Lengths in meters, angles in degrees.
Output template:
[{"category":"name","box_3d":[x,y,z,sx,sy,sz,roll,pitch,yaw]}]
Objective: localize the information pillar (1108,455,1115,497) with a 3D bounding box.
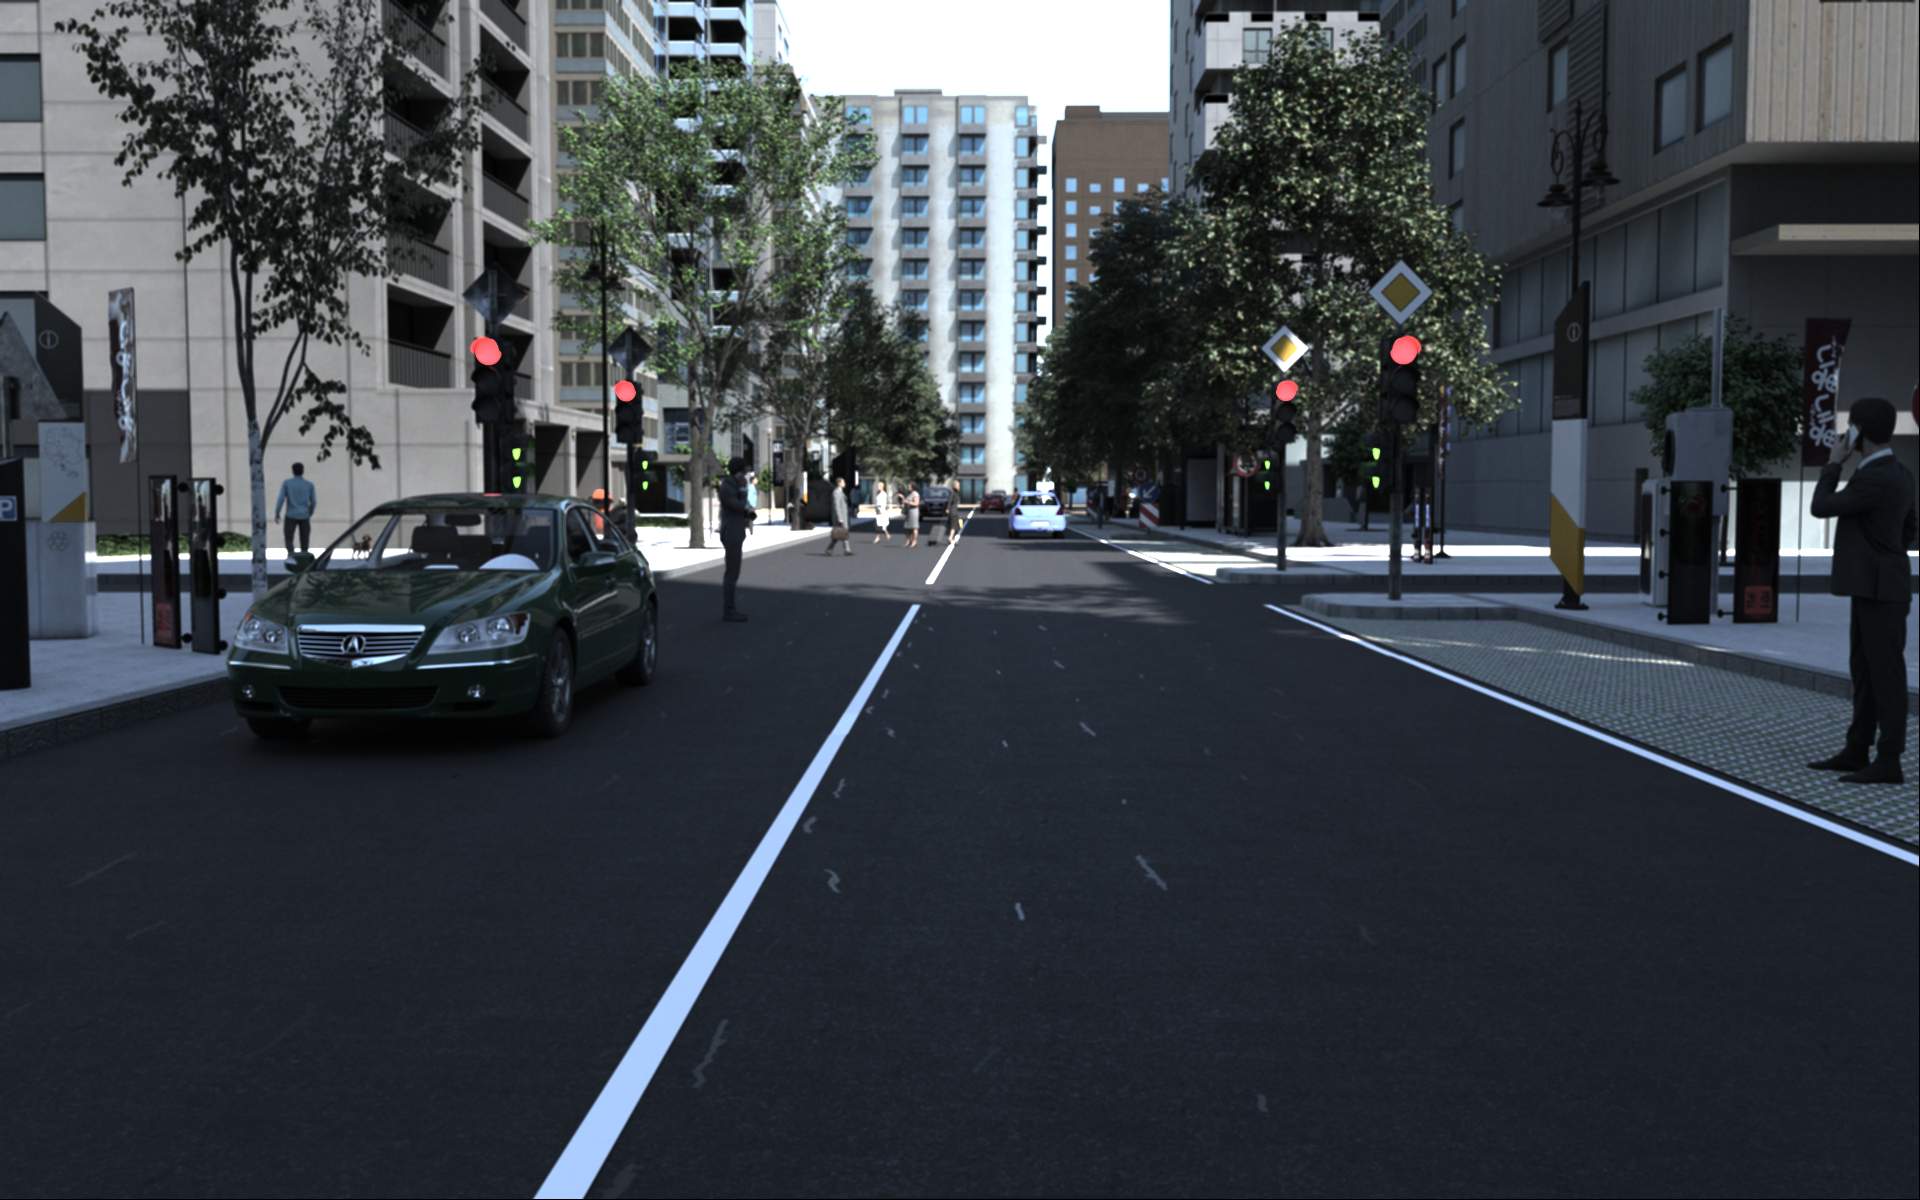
[{"category":"information pillar","box_3d":[8.971,-6.813,102.749,0.504,3.616,0.183,-2,4,-35]}]

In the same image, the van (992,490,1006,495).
[{"category":"van","box_3d":[3.755,-9.801,167.262,2.013,2.044,4.112,0,4,2]}]

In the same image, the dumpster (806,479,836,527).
[{"category":"dumpster","box_3d":[-5.585,-3.870,69.026,1.264,1.857,1.865,0,4,1]}]

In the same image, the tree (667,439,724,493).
[{"category":"tree","box_3d":[-14.563,-6.811,95.066,4.285,4.588,4.351,0,3,0]}]

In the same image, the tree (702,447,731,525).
[{"category":"tree","box_3d":[-10.084,-4.749,72.256,1.663,3.219,1.824,0,3,0]}]

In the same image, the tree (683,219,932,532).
[{"category":"tree","box_3d":[-5.455,-7.603,58.727,8.767,10.594,7.601,-3,5,-40]}]

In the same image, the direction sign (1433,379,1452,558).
[{"category":"direction sign","box_3d":[9.660,-2.607,34.623,0.379,3.537,0.876,2,4,30]}]

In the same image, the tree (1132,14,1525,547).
[{"category":"tree","box_3d":[8.653,-7.622,41.622,9.611,12.733,9.660,0,3,0]}]

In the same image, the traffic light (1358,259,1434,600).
[{"category":"traffic light","box_3d":[5.250,-1.954,20.866,0.839,4.253,0.868,0,4,1]}]

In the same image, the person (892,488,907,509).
[{"category":"person","box_3d":[-5.318,-8.942,152.263,1.348,1.822,0.705,0,4,0]}]

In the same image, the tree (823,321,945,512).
[{"category":"tree","box_3d":[-5.712,-13.446,126.490,9.857,13.997,8.962,0,3,0]}]

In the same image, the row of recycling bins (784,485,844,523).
[{"category":"row of recycling bins","box_3d":[-6.575,-4.389,78.874,1.069,1.692,3.534,3,4,39]}]

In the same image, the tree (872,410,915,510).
[{"category":"tree","box_3d":[-5.535,-12.205,149.917,4.737,8.622,4.395,0,3,0]}]

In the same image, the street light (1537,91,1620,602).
[{"category":"street light","box_3d":[7.254,-2.917,20.475,0.468,5.910,1.993,0,4,1]}]

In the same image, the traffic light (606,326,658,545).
[{"category":"traffic light","box_3d":[-5.504,-2.450,28.979,0.839,4.253,0.868,0,4,1]}]

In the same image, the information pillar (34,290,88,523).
[{"category":"information pillar","box_3d":[-10.413,-1.756,20.059,0.504,3.616,0.183,-1,4,-13]}]

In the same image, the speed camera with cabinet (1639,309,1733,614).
[{"category":"speed camera with cabinet","box_3d":[8.071,-1.528,19.316,0.660,3.252,2.038,1,4,13]}]

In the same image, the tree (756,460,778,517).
[{"category":"tree","box_3d":[-10.768,-6.291,97.455,1.663,3.219,1.824,0,3,0]}]

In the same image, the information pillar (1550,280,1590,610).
[{"category":"information pillar","box_3d":[6.789,-1.708,19.275,0.183,3.616,0.504,-1,4,-21]}]

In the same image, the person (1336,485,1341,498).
[{"category":"person","box_3d":[21.942,-5.736,100.057,0.641,1.798,0.478,-3,5,-40]}]

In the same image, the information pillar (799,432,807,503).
[{"category":"information pillar","box_3d":[-5.910,-4.513,65.142,0.183,3.616,0.504,-2,4,-29]}]

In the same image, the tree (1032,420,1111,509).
[{"category":"tree","box_3d":[9.879,-13.151,149.437,7.601,10.594,8.767,-1,4,-12]}]

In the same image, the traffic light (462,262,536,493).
[{"category":"traffic light","box_3d":[-5.611,-1.962,20.994,0.839,4.253,0.868,0,4,1]}]

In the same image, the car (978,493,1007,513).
[{"category":"car","box_3d":[2.449,-7.430,130.527,2.155,1.783,4.494,0,4,1]}]

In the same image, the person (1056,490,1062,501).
[{"category":"person","box_3d":[9.536,-9.930,169.113,0.721,1.735,1.217,-2,4,-34]}]

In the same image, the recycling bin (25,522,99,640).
[{"category":"recycling bin","box_3d":[-8.189,-0.182,15.536,0.722,1.027,0.722,-1,4,-18]}]

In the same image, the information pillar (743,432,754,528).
[{"category":"information pillar","box_3d":[-8.010,-4.534,65.486,0.504,3.616,0.183,3,4,36]}]

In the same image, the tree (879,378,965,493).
[{"category":"tree","box_3d":[-4.168,-15.306,167.267,9.611,12.733,9.660,0,3,0]}]

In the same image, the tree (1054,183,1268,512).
[{"category":"tree","box_3d":[8.684,-10.067,71.247,9.857,13.997,8.962,0,3,0]}]

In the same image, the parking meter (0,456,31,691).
[{"category":"parking meter","box_3d":[-6.354,-0.183,11.406,0.372,1.533,0.369,0,3,0]}]

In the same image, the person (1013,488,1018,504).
[{"category":"person","box_3d":[3.444,-6.121,108.538,0.705,1.831,1.348,0,4,3]}]

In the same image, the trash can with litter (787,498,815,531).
[{"category":"trash can with litter","box_3d":[-5.555,-3.010,60.600,0.624,1.170,1.055,2,4,25]}]

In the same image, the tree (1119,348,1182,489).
[{"category":"tree","box_3d":[9.459,-8.255,85.338,4.737,8.622,4.395,0,3,0]}]

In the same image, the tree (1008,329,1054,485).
[{"category":"tree","box_3d":[8.742,-11.450,93.864,9.857,13.997,8.962,0,3,0]}]

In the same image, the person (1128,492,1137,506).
[{"category":"person","box_3d":[12.101,-6.882,121.757,0.799,1.438,0.628,0,4,3]}]

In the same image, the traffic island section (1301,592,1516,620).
[{"category":"traffic island section","box_3d":[5.290,0.080,20.980,2.009,0.180,2.903,0,4,1]}]

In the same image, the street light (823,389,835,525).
[{"category":"street light","box_3d":[-5.359,-6.025,71.299,0.468,5.910,1.993,0,4,1]}]

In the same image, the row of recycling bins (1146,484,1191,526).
[{"category":"row of recycling bins","box_3d":[8.811,-3.812,69.443,1.069,1.692,3.534,-3,5,-39]}]

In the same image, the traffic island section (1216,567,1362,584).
[{"category":"traffic island section","box_3d":[5.396,-0.409,28.964,2.009,0.180,2.903,0,4,1]}]

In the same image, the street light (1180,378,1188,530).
[{"category":"street light","box_3d":[7.916,-5.426,61.502,0.468,5.910,1.993,0,4,1]}]

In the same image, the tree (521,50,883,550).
[{"category":"tree","box_3d":[-5.967,-6.989,40.022,9.928,11.665,9.643,0,3,0]}]

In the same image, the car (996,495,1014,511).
[{"category":"car","box_3d":[4.000,-8.324,148.451,2.083,1.381,4.827,0,4,2]}]

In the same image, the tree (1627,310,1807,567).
[{"category":"tree","box_3d":[13.671,-2.896,31.060,4.285,4.588,4.351,0,3,0]}]

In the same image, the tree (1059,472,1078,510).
[{"category":"tree","box_3d":[9.152,-8.978,141.394,1.663,3.219,1.824,0,3,0]}]

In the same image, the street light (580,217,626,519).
[{"category":"street light","box_3d":[-5.990,-3.452,29.229,0.468,5.910,1.993,0,4,1]}]

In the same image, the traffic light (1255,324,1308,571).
[{"category":"traffic light","box_3d":[5.356,-2.442,28.850,0.839,4.253,0.868,0,4,1]}]

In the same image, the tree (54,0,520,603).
[{"category":"tree","box_3d":[-6.987,-4.113,17.605,4.360,8.622,3.978,0,3,0]}]

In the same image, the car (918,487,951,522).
[{"category":"car","box_3d":[-1.259,-5.058,91.379,2.281,1.827,5.304,0,4,-1]}]

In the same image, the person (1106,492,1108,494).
[{"category":"person","box_3d":[15.035,-10.274,174.037,1.348,1.822,0.705,0,4,1]}]

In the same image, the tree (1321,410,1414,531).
[{"category":"tree","box_3d":[14.121,-4.688,60.361,4.285,4.588,4.351,0,3,0]}]

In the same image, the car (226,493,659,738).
[{"category":"car","box_3d":[-3.246,0.006,11.702,2.131,1.459,4.920,0,4,0]}]

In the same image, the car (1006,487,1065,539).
[{"category":"car","box_3d":[2.468,-2.854,56.249,1.945,1.707,3.694,0,4,-1]}]

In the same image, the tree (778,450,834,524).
[{"category":"tree","box_3d":[-6.520,-4.894,74.626,1.663,3.219,1.824,0,3,0]}]
